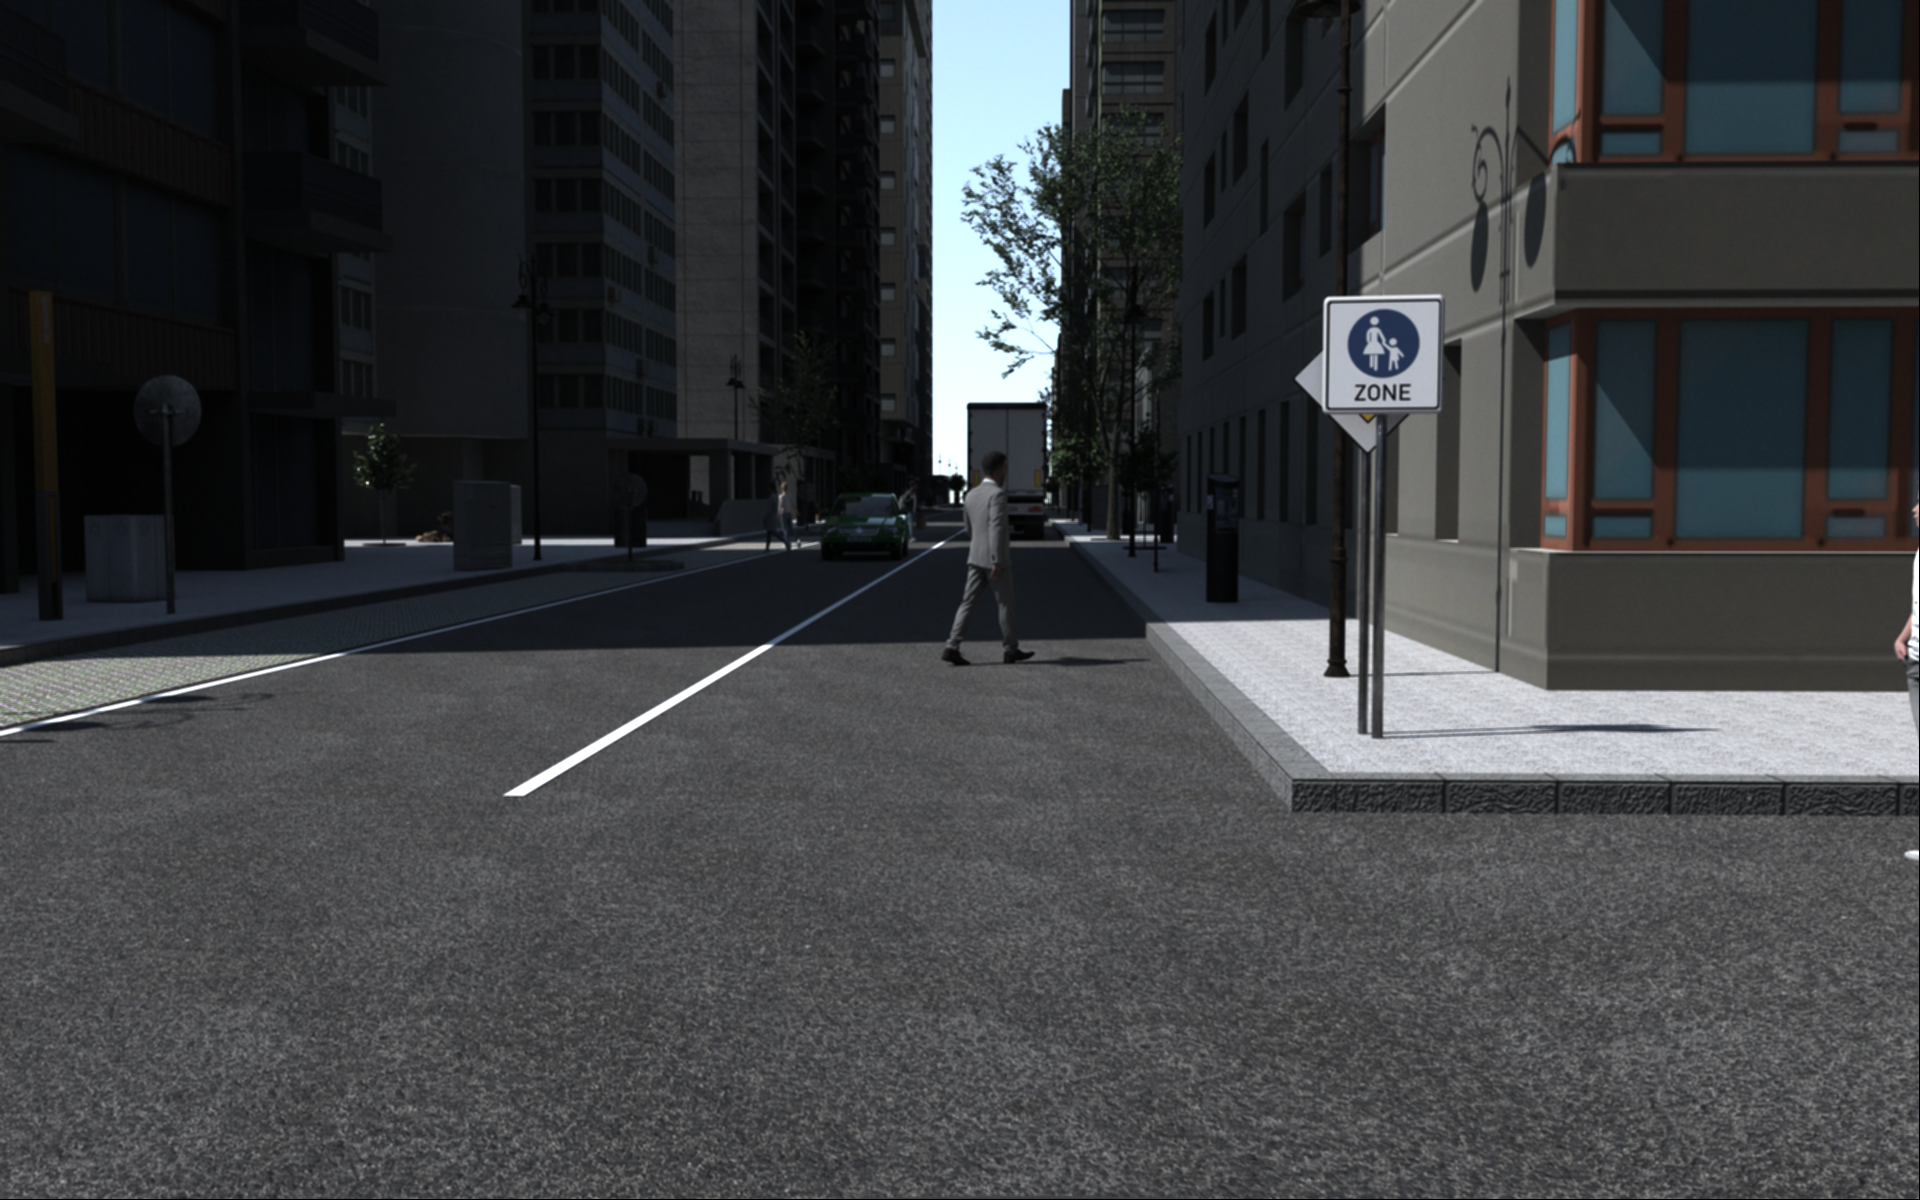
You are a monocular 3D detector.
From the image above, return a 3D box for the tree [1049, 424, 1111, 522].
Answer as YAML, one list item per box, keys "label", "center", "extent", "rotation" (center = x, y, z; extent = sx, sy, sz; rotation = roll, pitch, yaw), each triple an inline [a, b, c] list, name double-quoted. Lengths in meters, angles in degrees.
- label: "tree"
  center: [5.563, -5.861, 79.536]
  extent: [4.285, 4.588, 4.351]
  rotation: [0, 3, 0]

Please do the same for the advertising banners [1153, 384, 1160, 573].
- label: "advertising banners"
  center: [3.248, -1.984, 28.618]
  extent: [0.090, 3.025, 2.074]
  rotation: [0, 4, 6]

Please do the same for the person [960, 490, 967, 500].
- label: "person"
  center: [0.611, -8.094, 140.858]
  extent: [1.348, 1.821, 0.705]
  rotation: [-1, 4, -10]

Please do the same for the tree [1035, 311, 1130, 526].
- label: "tree"
  center: [4.909, -7.346, 70.463]
  extent: [4.737, 8.622, 4.395]
  rotation: [0, 3, 0]

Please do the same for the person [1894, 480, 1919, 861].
- label: "person"
  center: [3.821, 0.273, 6.641]
  extent: [0.523, 1.515, 0.503]
  rotation: [-2, 4, -34]

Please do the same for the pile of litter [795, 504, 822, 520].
- label: "pile of litter"
  center: [-7.240, -4.305, 84.345]
  extent: [1.719, 0.858, 1.176]
  rotation: [2, 4, 26]

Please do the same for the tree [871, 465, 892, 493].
- label: "tree"
  center: [-5.234, -7.275, 113.540]
  extent: [1.663, 3.219, 1.824]
  rotation: [0, 3, 0]

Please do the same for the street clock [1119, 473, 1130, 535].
- label: "street clock"
  center: [5.255, -3.068, 54.730]
  extent: [0.471, 2.002, 0.358]
  rotation: [3, 4, 36]

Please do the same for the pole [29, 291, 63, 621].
- label: "pole"
  center: [-9.252, -1.449, 17.529]
  extent: [0.158, 3.312, 0.155]
  rotation: [0, 3, 0]

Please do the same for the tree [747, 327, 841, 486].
- label: "tree"
  center: [-7.000, -7.655, 75.518]
  extent: [4.737, 8.622, 4.395]
  rotation: [0, 3, 0]

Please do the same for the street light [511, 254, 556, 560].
- label: "street light"
  center: [-8.211, -3.713, 33.495]
  extent: [0.468, 5.910, 1.993]
  rotation: [0, 4, 2]

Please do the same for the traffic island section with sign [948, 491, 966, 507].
- label: "traffic island section with sign"
  center: [-0.265, -11.222, 192.102]
  extent: [1.989, 1.847, 2.006]
  rotation: [0, 4, 2]

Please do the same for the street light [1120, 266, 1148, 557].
- label: "street light"
  center: [3.515, -3.817, 35.201]
  extent: [0.468, 5.910, 1.993]
  rotation: [0, 4, 2]

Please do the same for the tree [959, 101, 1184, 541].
- label: "tree"
  center: [4.103, -7.445, 47.478]
  extent: [9.928, 11.665, 9.643]
  rotation: [0, 3, 0]

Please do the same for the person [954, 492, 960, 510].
- label: "person"
  center: [-0.313, -9.069, 158.250]
  extent: [0.593, 1.643, 0.415]
  rotation: [-2, 4, -31]

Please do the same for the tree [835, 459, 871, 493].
- label: "tree"
  center: [-6.127, -6.152, 95.187]
  extent: [1.663, 3.219, 1.824]
  rotation: [0, 3, 0]

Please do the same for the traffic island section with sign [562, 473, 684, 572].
- label: "traffic island section with sign"
  center: [-6.258, -1.461, 32.512]
  extent: [1.989, 1.847, 2.006]
  rotation: [0, 4, 2]

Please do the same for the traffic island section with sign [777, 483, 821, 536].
- label: "traffic island section with sign"
  center: [-5.248, -3.108, 59.449]
  extent: [1.989, 1.847, 2.006]
  rotation: [0, 4, 2]

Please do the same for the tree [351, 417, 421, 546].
- label: "tree"
  center: [-14.208, -2.963, 43.039]
  extent: [1.663, 3.219, 1.824]
  rotation: [0, 3, 0]

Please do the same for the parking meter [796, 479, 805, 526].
- label: "parking meter"
  center: [-6.357, -3.876, 69.077]
  extent: [0.255, 1.863, 0.399]
  rotation: [-1, 4, -21]

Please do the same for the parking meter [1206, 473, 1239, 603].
- label: "parking meter"
  center: [3.120, -0.744, 20.573]
  extent: [0.372, 1.533, 0.369]
  rotation: [0, 3, 0]

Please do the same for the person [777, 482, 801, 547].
- label: "person"
  center: [-4.504, -2.275, 46.362]
  extent: [0.598, 1.740, 0.731]
  rotation: [2, 4, 29]

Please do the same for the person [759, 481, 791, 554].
- label: "person"
  center: [-4.404, -1.950, 41.137]
  extent: [0.760, 1.731, 0.466]
  rotation: [-1, 4, -23]

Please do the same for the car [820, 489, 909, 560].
- label: "car"
  center: [-2.115, -1.849, 39.035]
  extent: [1.959, 1.807, 4.718]
  rotation: [0, 4, 1]

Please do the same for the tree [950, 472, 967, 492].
- label: "tree"
  center: [-0.436, -15.968, 244.792]
  extent: [4.285, 4.588, 4.351]
  rotation: [0, 3, 0]

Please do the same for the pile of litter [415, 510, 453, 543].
- label: "pile of litter"
  center: [-14.034, -1.982, 46.375]
  extent: [1.176, 0.858, 1.719]
  rotation: [0, 4, 5]

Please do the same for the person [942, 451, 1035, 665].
- label: "person"
  center: [0.226, -0.353, 14.552]
  extent: [0.850, 1.792, 0.678]
  rotation: [-2, 4, -35]

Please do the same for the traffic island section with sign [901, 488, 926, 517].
- label: "traffic island section with sign"
  center: [-3.372, -6.169, 109.491]
  extent: [1.989, 1.847, 2.006]
  rotation: [0, 4, 2]

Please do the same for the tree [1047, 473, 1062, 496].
- label: "tree"
  center: [8.293, -9.828, 155.288]
  extent: [1.663, 3.219, 1.824]
  rotation: [0, 3, 0]

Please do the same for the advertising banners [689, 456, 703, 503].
- label: "advertising banners"
  center: [-11.713, -4.900, 76.310]
  extent: [0.090, 3.025, 2.074]
  rotation: [1, 4, 11]

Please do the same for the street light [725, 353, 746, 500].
- label: "street light"
  center: [-7.357, -5.149, 56.966]
  extent: [0.468, 5.910, 1.993]
  rotation: [0, 4, 2]

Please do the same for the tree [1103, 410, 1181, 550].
- label: "tree"
  center: [4.421, -2.792, 40.253]
  extent: [1.663, 3.219, 1.824]
  rotation: [0, 3, 0]

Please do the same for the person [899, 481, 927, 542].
- label: "person"
  center: [-1.388, -2.620, 51.321]
  extent: [0.794, 1.824, 0.713]
  rotation: [-3, 5, -41]

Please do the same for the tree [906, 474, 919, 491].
- label: "tree"
  center: [-4.513, -10.164, 160.781]
  extent: [1.663, 3.219, 1.824]
  rotation: [0, 3, 0]

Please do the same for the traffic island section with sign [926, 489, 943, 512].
- label: "traffic island section with sign"
  center: [-2.360, -7.816, 136.427]
  extent: [1.989, 1.847, 2.006]
  rotation: [0, 4, 2]

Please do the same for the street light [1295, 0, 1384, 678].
- label: "street light"
  center: [2.654, -2.399, 12.016]
  extent: [0.468, 5.910, 1.993]
  rotation: [0, 4, 2]

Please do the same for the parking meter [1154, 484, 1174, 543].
- label: "parking meter"
  center: [5.432, -2.264, 45.431]
  extent: [0.372, 1.533, 0.369]
  rotation: [0, 3, 0]

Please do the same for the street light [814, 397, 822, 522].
- label: "street light"
  center: [-6.496, -6.567, 80.151]
  extent: [0.468, 5.910, 1.993]
  rotation: [0, 4, 2]
